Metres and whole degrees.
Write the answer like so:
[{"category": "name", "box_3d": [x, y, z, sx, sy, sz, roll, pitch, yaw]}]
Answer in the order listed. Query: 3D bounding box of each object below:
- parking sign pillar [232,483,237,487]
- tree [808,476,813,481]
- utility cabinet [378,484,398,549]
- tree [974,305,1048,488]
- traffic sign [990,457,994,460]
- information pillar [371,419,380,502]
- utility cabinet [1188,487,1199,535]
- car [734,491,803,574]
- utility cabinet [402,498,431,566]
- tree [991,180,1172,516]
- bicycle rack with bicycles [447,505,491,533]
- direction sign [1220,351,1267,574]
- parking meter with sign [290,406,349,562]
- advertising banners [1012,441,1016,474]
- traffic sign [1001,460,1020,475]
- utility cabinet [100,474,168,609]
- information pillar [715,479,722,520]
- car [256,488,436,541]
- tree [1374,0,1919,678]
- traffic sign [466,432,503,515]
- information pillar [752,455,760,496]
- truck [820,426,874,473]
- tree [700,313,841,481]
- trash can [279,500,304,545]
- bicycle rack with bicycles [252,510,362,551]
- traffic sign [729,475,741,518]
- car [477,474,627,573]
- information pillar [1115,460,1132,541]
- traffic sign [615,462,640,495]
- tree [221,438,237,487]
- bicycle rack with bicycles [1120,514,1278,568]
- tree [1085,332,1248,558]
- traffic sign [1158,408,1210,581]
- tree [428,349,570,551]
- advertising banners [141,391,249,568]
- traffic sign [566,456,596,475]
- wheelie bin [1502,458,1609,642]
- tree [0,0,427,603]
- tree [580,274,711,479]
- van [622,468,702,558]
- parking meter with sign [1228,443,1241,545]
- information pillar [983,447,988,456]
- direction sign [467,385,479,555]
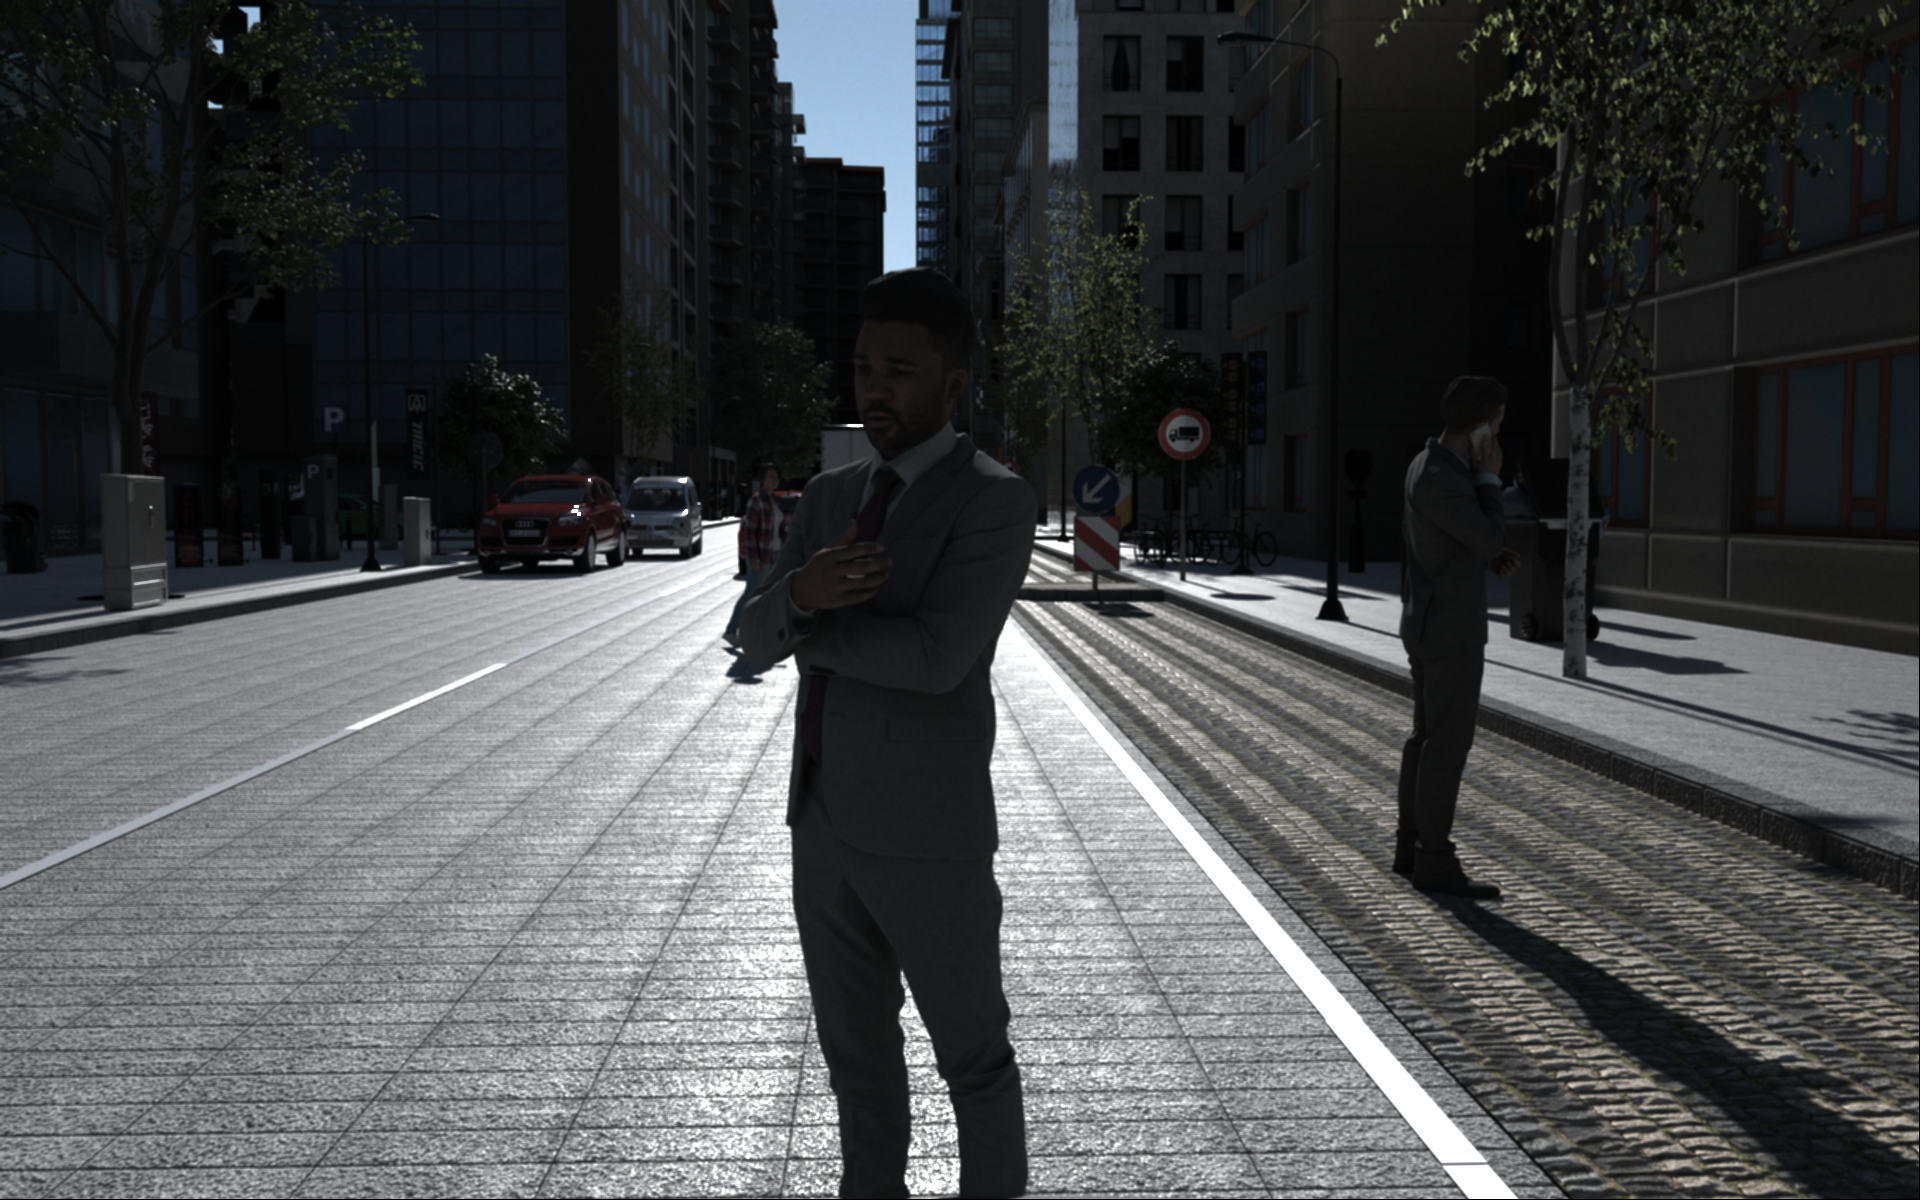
[{"category": "parking sign pillar", "box_3d": [-49.858, -8.006, 119.378, 1.447, 3.967, 1.447, 0, 4, 8]}, {"category": "tree", "box_3d": [-15.879, -11.707, 186.015, 1.663, 3.219, 1.824, 0, 3, 0]}, {"category": "utility cabinet", "box_3d": [-13.300, -1.930, 40.228, 0.318, 1.500, 1.173, -2, 4, -24]}, {"category": "tree", "box_3d": [2.685, -7.205, 68.162, 4.737, 8.622, 4.395, 0, 3, 0]}, {"category": "traffic sign", "box_3d": [0.821, -2.617, 46.437, 0.795, 2.450, 0.064, 0, 4, -2]}, {"category": "information pillar", "box_3d": [-18.252, -3.828, 53.943, 0.504, 3.616, 0.183, 2, 4, 32]}, {"category": "utility cabinet", "box_3d": [7.326, -2.805, 54.545, 0.318, 1.500, 1.173, 0, 4, 6]}, {"category": "car", "box_3d": [-3.175, -1.434, 32.484, 2.155, 1.783, 4.494, 0, 4, -4]}, {"category": "utility cabinet", "box_3d": [-9.779, -1.227, 31.228, 0.306, 1.237, 1.020, 0, 4, -6]}, {"category": "tree", "box_3d": [3.063, -5.500, 40.284, 4.360, 8.622, 3.978, 0, 3, 0]}, {"category": "bicycle rack with bicycles", "box_3d": [-15.872, -2.728, 57.981, 2.925, 0.926, 2.852, 2, 4, 29]}, {"category": "direction sign", "box_3d": [4.529, -2.185, 27.723, 0.379, 3.537, 0.876, -3, 5, -44]}, {"category": "parking meter with sign", "box_3d": [-12.349, -2.270, 33.371, 0.543, 3.016, 1.738, 0, 4, 2]}, {"category": "advertising banners", "box_3d": [1.962, -3.714, 56.909, 0.090, 3.025, 2.074, -1, 4, -12]}, {"category": "traffic sign", "box_3d": [1.843, -3.953, 64.745, 0.768, 2.556, 0.104, 0, 4, -1]}, {"category": "utility cabinet", "box_3d": [-9.293, -0.664, 19.534, 0.318, 1.500, 1.173, 0, 4, -7]}, {"category": "information pillar", "box_3d": [-11.957, -4.945, 85.342, 0.304, 2.012, 0.304, 2, 4, 32]}, {"category": "car", "box_3d": [-17.057, -2.415, 48.285, 4.718, 1.807, 1.959, 0, 4, -2]}, {"category": "tree", "box_3d": [4.546, -3.760, 11.845, 4.360, 8.622, 3.978, 0, 3, 0]}, {"category": "traffic sign", "box_3d": [-9.791, -2.174, 35.648, 0.768, 2.556, 0.104, 0, 4, 2]}, {"category": "information pillar", "box_3d": [-12.356, -6.958, 105.118, 0.504, 3.616, 0.183, 1, 4, 11]}, {"category": "truck", "box_3d": [-4.499, -5.351, 76.395, 2.839, 4.237, 11.283, 0, 4, 0]}, {"category": "tree", "box_3d": [-13.592, -13.216, 122.738, 9.857, 13.997, 8.962, 0, 3, 0]}, {"category": "trash can", "box_3d": [-16.813, -1.962, 43.735, 0.748, 1.137, 0.748, 0, 3, 0]}, {"category": "bicycle rack with bicycles", "box_3d": [-15.138, -1.630, 40.032, 2.852, 0.926, 2.925, -1, 4, -16]}, {"category": "traffic sign", "box_3d": [-11.892, -5.466, 91.501, 0.606, 2.300, 0.079, 0, 4, 6]}, {"category": "car", "box_3d": [-7.749, -1.503, 33.240, 2.281, 1.827, 5.304, 0, 4, -1]}, {"category": "information pillar", "box_3d": [4.438, -3.408, 47.079, 0.504, 3.616, 0.183, 2, 4, 31]}, {"category": "traffic sign", "box_3d": [-10.366, -3.082, 54.030, 0.795, 2.450, 0.064, 0, 4, -2]}, {"category": "tree", "box_3d": [-36.563, -6.223, 85.454, 4.285, 4.588, 4.351, 0, 3, 0]}, {"category": "bicycle rack with bicycles", "box_3d": [3.971, -1.091, 31.214, 2.852, 0.926, 2.925, -2, 4, -23]}, {"category": "tree", "box_3d": [4.356, -3.154, 35.288, 4.285, 4.588, 4.351, 0, 3, 0]}, {"category": "traffic sign", "box_3d": [3.310, -1.562, 25.642, 0.768, 2.556, 0.104, 0, 4, 2]}, {"category": "tree", "box_3d": [-10.618, -3.406, 39.405, 4.285, 4.588, 4.351, 0, 3, 0]}, {"category": "advertising banners", "box_3d": [-13.454, -2.081, 30.211, 0.090, 3.025, 2.074, 3, 5, 40]}, {"category": "traffic sign", "box_3d": [-10.066, -2.594, 46.051, 0.795, 2.450, 0.064, 0, 4, -2]}, {"category": "wheelie bin", "box_3d": [5.183, -0.450, 15.273, 0.980, 1.594, 0.693, -1, 4, -9]}, {"category": "tree", "box_3d": [-9.943, -5.805, 20.661, 9.928, 11.665, 9.643, 0, 3, 0]}, {"category": "tree", "box_3d": [-10.771, -6.647, 59.034, 4.737, 8.622, 4.395, 0, 3, 0]}, {"category": "van", "box_3d": [-6.904, -2.011, 39.894, 2.013, 2.044, 4.112, 0, 4, -4]}, {"category": "parking meter with sign", "box_3d": [7.023, -2.887, 43.463, 0.543, 3.016, 1.738, 1, 4, 18]}, {"category": "information pillar", "box_3d": [1.206, -5.810, 86.350, 0.504, 3.616, 0.183, 3, 5, 42]}, {"category": "direction sign", "box_3d": [-10.182, -2.712, 36.334, 0.379, 3.537, 0.876, -2, 4, -27]}]
